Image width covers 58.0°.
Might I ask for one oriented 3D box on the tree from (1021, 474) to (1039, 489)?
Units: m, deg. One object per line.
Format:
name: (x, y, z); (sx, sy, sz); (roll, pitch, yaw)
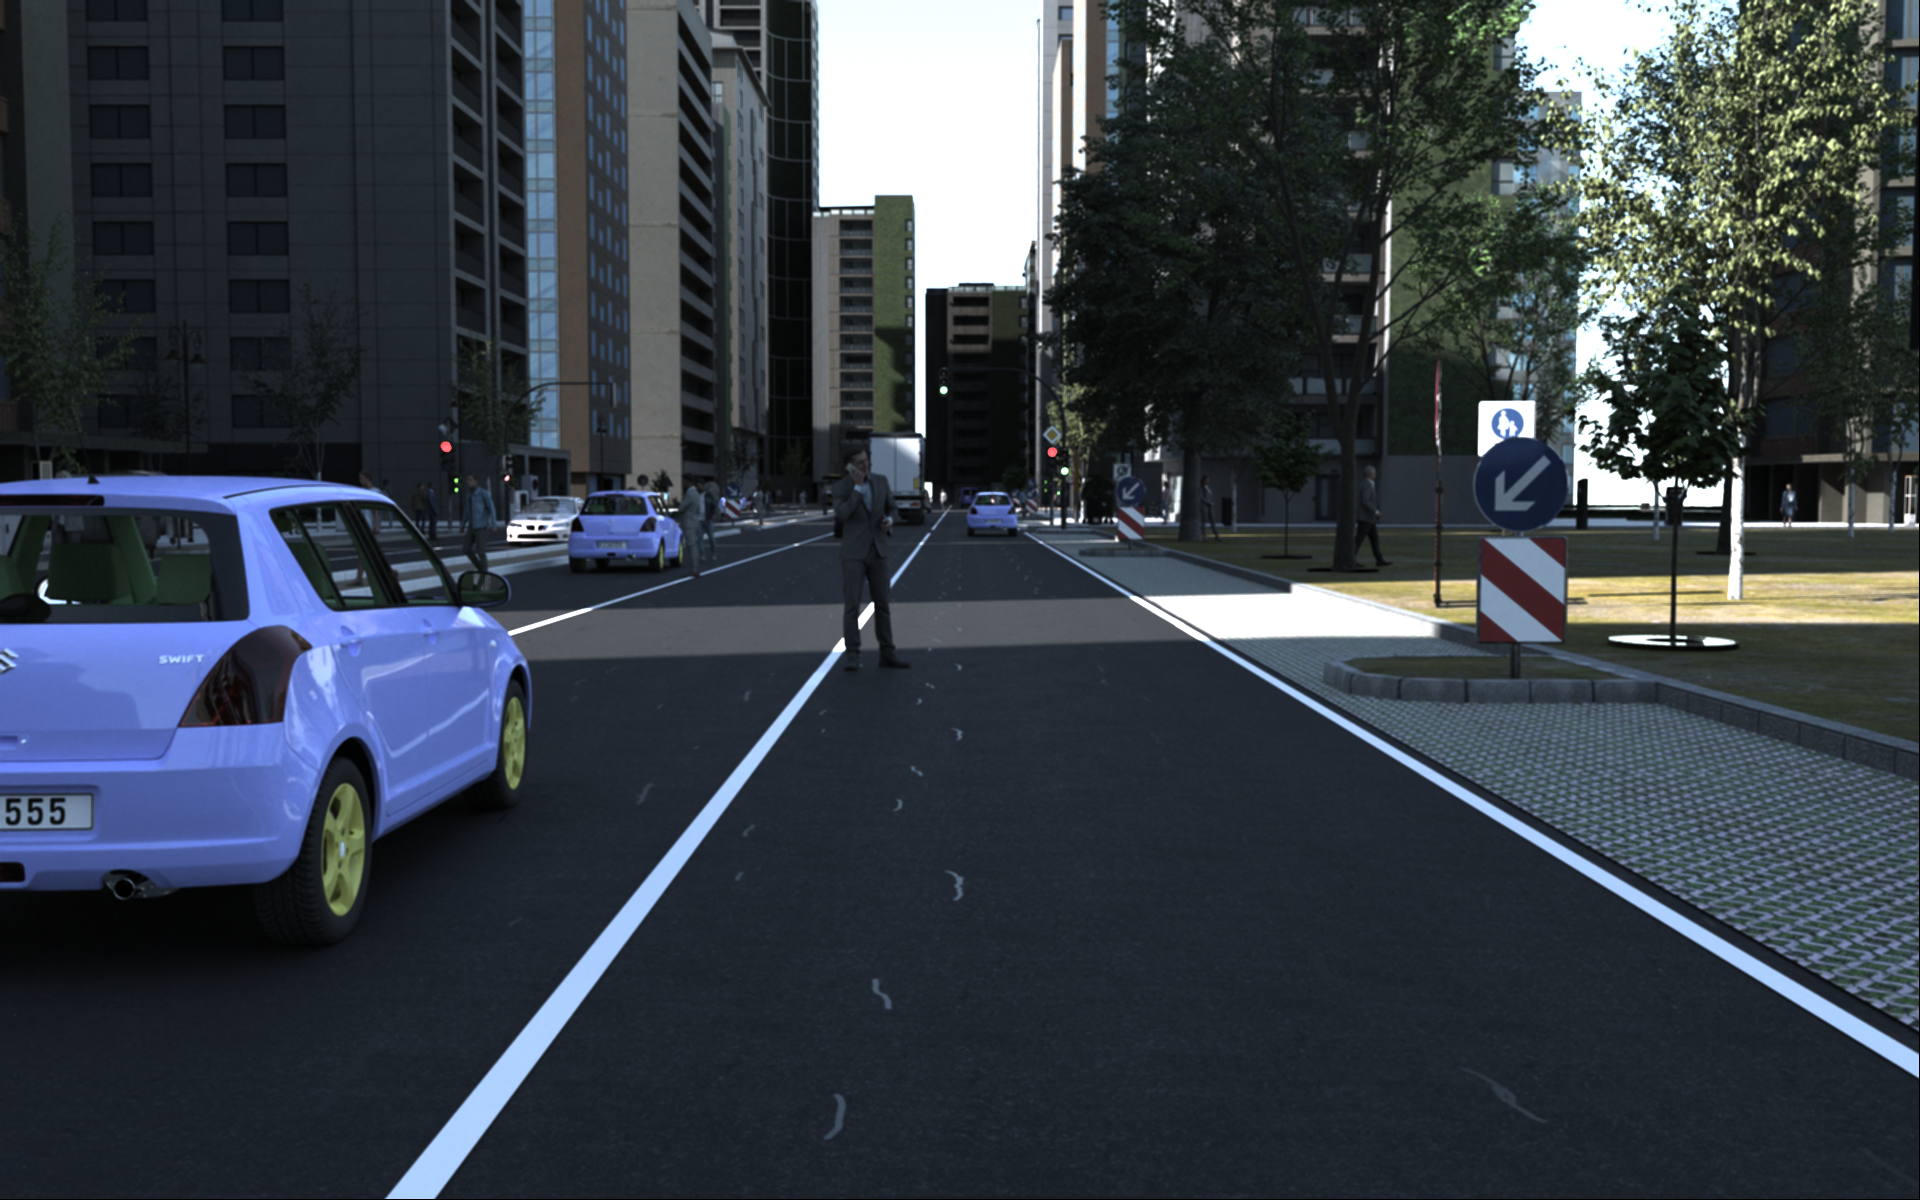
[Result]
tree: (6.628, -10.152, 160.578); (1.663, 3.219, 1.824); (0, 3, 0)

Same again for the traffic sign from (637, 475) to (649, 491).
traffic sign: (-20.814, -6.945, 113.650); (0.768, 2.556, 0.104); (0, 4, 6)

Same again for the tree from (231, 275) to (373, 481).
tree: (-21.714, -6.578, 57.920); (4.360, 8.622, 3.978); (0, 3, 0)

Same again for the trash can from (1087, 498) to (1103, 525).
trash can: (5.575, -3.655, 71.405); (0.748, 1.137, 0.748); (0, 3, 0)

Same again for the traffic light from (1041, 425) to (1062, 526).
traffic light: (3.728, -4.993, 70.561); (0.839, 4.253, 0.868); (0, 3, 0)

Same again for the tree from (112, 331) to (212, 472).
tree: (-36.505, -7.858, 78.846); (4.360, 8.622, 3.978); (0, 3, 0)

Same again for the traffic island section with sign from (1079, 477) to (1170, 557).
traffic island section with sign: (3.771, -1.925, 40.094); (1.989, 1.847, 2.006); (0, 3, 0)

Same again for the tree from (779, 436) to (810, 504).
tree: (-21.099, -16.503, 220.184); (4.737, 8.622, 4.395); (0, 3, 0)

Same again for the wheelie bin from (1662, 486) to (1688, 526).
wheelie bin: (29.051, -3.819, 70.344); (0.980, 1.594, 0.693); (1, 4, 12)

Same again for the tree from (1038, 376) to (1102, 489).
tree: (6.888, -9.706, 109.063); (4.360, 8.622, 3.978); (0, 3, 0)

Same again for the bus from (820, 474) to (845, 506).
bus: (-15.448, -13.660, 214.888); (2.896, 3.916, 12.252); (0, 4, 0)

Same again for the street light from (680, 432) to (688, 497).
street light: (-20.507, -9.529, 128.587); (0.468, 5.910, 1.993); (0, 3, 0)

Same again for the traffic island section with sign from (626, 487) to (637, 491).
traffic island section with sign: (-18.143, -5.316, 95.546); (1.989, 1.847, 2.006); (0, 3, 0)

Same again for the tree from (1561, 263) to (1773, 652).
tree: (6.136, -1.221, 14.571); (1.663, 3.219, 1.824); (0, 3, 0)

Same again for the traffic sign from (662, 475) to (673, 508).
traffic sign: (-20.395, -7.386, 120.769); (0.884, 2.594, 0.081); (0, 4, 8)

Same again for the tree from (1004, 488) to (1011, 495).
tree: (6.321, -13.153, 209.651); (1.663, 3.219, 1.824); (0, 3, 0)

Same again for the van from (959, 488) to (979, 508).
van: (1.026, -10.606, 177.792); (2.240, 2.365, 5.245); (0, 4, -1)

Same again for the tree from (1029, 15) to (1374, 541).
tree: (6.302, -8.617, 47.540); (9.857, 13.997, 8.962); (0, 3, 0)

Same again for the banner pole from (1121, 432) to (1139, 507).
banner pole: (6.257, -4.471, 63.118); (0.863, 3.779, 0.401); (1, 4, 14)

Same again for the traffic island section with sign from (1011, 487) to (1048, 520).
traffic island section with sign: (3.786, -5.299, 95.274); (1.989, 1.847, 2.006); (0, 3, 0)

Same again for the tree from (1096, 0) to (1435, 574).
tree: (6.231, -6.259, 28.086); (9.928, 11.665, 9.643); (0, 3, 0)

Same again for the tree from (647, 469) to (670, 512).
tree: (-21.119, -7.866, 123.211); (1.663, 3.219, 1.824); (0, 3, 0)

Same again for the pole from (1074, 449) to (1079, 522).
pole: (5.277, -5.167, 78.327); (0.158, 3.312, 0.155); (0, 3, 0)

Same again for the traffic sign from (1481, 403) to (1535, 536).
traffic sign: (6.053, -1.046, 19.227); (0.606, 2.300, 0.079); (0, 4, 6)

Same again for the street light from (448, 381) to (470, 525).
street light: (-20.427, -5.994, 70.791); (0.468, 5.910, 1.993); (0, 3, 0)

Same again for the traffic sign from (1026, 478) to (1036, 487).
traffic sign: (5.596, -8.306, 135.910); (0.768, 2.556, 0.104); (0, 4, 6)

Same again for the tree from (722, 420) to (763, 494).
tree: (-21.195, -13.292, 167.678); (4.360, 8.622, 3.978); (0, 3, 0)

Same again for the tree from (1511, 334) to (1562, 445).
tree: (26.519, -7.879, 79.181); (4.360, 8.622, 3.978); (0, 3, 0)

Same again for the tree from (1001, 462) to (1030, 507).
tree: (5.808, -11.931, 178.791); (4.285, 4.588, 4.351); (0, 3, 0)

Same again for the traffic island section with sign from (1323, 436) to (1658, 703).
traffic island section with sign: (3.765, -0.251, 12.728); (1.989, 1.847, 2.006); (0, 3, 0)

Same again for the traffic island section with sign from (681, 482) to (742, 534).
traffic island section with sign: (-9.158, -3.351, 62.930); (2.006, 1.907, 1.989); (0, 3, 0)

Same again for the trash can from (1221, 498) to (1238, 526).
trash can: (10.902, -3.574, 70.090); (0.748, 1.137, 0.748); (0, 3, 0)

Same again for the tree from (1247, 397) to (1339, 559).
tree: (6.499, -2.456, 34.764); (1.663, 3.219, 1.824); (0, 3, 0)

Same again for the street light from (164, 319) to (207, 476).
street light: (-20.489, -4.475, 45.950); (0.468, 5.910, 1.993); (0, 3, 0)

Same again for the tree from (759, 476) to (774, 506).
tree: (-20.956, -11.877, 188.789); (1.663, 3.219, 1.824); (0, 3, 0)

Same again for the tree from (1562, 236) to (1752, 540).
tree: (19.366, -5.952, 47.685); (4.360, 8.622, 3.978); (0, 3, 0)

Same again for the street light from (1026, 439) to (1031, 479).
street light: (5.747, -10.555, 145.356); (0.468, 5.910, 1.993); (0, 3, 0)

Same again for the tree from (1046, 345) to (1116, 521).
tree: (5.796, -7.998, 81.125); (4.737, 8.622, 4.395); (0, 3, 0)

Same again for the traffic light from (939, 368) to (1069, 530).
traffic light: (1.636, -5.368, 62.435); (4.771, 5.953, 1.251); (0, 3, 0)

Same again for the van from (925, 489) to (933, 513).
van: (-3.086, -7.768, 134.010); (2.013, 2.044, 4.112); (0, 4, 1)

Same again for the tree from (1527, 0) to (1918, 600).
tree: (9.237, -4.317, 20.950); (4.737, 8.622, 4.395); (0, 3, 0)

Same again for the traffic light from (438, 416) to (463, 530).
traffic light: (-18.433, -4.504, 62.562); (0.839, 4.253, 0.868); (0, 3, 0)

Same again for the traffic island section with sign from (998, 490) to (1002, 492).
traffic island section with sign: (3.783, -6.948, 122.229); (1.989, 1.847, 2.006); (0, 3, 0)

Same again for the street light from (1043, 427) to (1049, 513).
street light: (5.821, -8.817, 116.952); (0.468, 5.910, 1.993); (0, 3, 0)

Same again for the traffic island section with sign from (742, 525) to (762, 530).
traffic island section with sign: (-9.147, -3.804, 70.337); (2.006, 1.907, 1.989); (0, 3, 0)

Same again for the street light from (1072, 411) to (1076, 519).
street light: (5.794, -7.048, 88.020); (0.468, 5.910, 1.993); (0, 3, 0)

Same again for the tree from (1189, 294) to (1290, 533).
tree: (8.996, -6.509, 56.784); (4.360, 8.622, 3.978); (0, 3, 0)

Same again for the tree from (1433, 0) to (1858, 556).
tree: (16.272, -6.756, 36.215); (9.928, 11.665, 9.643); (0, 3, 0)

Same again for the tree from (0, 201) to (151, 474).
tree: (-23.456, -5.760, 44.533); (4.737, 8.622, 4.395); (0, 3, 0)

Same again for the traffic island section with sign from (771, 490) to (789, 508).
traffic island section with sign: (-18.127, -10.063, 173.154); (1.989, 1.847, 2.006); (0, 3, 0)

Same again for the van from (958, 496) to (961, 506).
van: (0.829, -12.335, 208.687); (2.013, 2.044, 4.112); (0, 4, -1)

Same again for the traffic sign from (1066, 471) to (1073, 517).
traffic sign: (6.174, -5.911, 96.755); (0.768, 2.556, 0.104); (0, 4, 2)

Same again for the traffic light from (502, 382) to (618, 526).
traffic light: (-16.341, -5.866, 70.582); (4.771, 5.953, 1.251); (0, 3, 0)

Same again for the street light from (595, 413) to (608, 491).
street light: (-20.500, -7.731, 99.196); (0.468, 5.910, 1.993); (0, 3, 0)

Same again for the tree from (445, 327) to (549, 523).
tree: (-20.806, -7.752, 77.103); (4.737, 8.622, 4.395); (0, 3, 0)

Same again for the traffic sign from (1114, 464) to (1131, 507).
traffic sign: (5.445, -3.427, 58.156); (0.606, 2.300, 0.079); (0, 4, 6)
